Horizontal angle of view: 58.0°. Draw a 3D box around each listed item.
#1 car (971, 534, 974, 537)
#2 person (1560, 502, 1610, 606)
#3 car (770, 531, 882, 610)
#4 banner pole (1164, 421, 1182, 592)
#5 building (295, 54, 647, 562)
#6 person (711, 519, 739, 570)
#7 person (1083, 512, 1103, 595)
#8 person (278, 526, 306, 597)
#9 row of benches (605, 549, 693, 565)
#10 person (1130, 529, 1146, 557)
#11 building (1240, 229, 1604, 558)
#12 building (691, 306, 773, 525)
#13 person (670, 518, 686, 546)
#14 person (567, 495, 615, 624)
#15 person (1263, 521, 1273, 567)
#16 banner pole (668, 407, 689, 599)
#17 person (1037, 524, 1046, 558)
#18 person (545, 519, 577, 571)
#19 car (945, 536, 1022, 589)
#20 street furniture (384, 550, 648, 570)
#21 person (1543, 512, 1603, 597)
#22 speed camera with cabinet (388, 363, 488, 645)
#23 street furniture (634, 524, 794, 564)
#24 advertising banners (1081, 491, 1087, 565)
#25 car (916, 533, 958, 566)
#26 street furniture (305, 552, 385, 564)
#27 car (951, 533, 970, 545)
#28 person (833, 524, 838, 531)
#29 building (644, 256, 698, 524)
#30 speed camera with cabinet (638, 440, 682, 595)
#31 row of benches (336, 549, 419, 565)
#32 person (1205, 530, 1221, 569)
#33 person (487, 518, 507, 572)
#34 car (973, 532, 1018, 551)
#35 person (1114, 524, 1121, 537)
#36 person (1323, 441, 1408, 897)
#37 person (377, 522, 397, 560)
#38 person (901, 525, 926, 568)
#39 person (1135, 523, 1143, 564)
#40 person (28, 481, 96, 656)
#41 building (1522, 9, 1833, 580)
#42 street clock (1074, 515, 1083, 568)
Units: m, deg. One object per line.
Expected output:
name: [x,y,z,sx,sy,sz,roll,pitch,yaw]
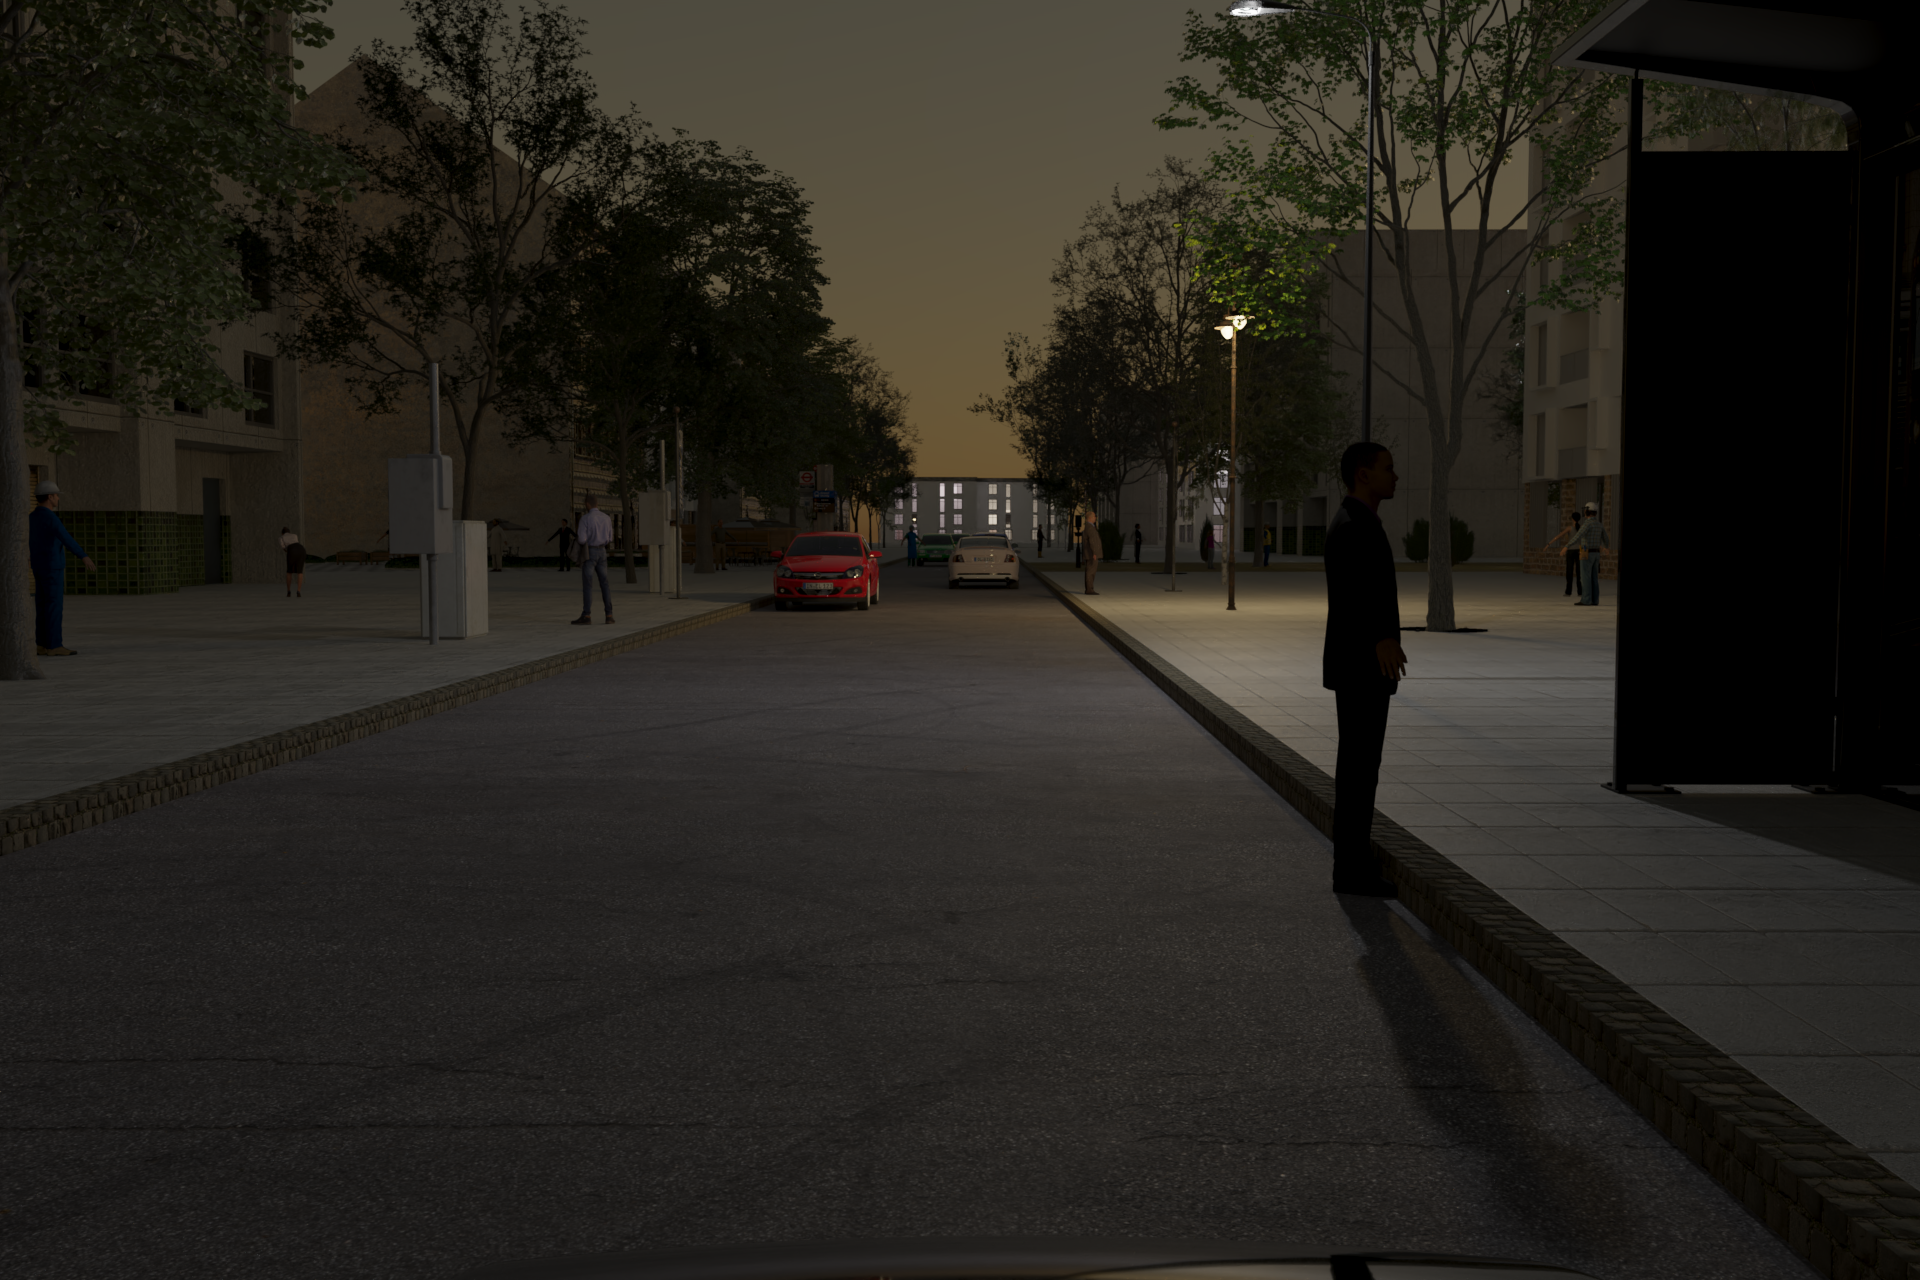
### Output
car: [1.397,-6.667,120.802,2.131,1.459,4.920,0,4,1]
person: [11.255,-1.540,31.016,1.345,1.849,0.704,-2,4,-35]
car: [-2.569,-1.517,33.838,2.155,1.783,4.494,0,4,1]
banner pole: [4.761,-2.954,38.314,0.401,3.779,0.863,0,4,1]
building: [-27.166,-15.781,88.944,19.493,23.208,18.063,0,4,1]
person: [-8.470,-3.366,61.311,1.348,1.796,0.705,-2,4,-32]
person: [2.813,-1.839,36.667,0.434,1.755,0.990,0,4,0]
person: [-13.620,-1.595,35.302,0.799,1.438,0.628,1,4,19]
row of benches: [-13.112,-3.423,71.436,4.104,0.672,1.422,0,4,-2]
person: [9.765,-5.457,95.409,0.705,1.806,1.347,-2,4,-32]
building: [28.507,-14.848,109.223,16.747,18.905,31.486,0,4,1]
building: [-25.437,-18.799,138.291,19.493,23.208,18.063,0,4,1]
person: [-8.711,-2.827,52.677,0.721,1.778,1.216,-3,5,-43]
person: [-5.273,-1.147,24.659,0.599,1.838,0.709,3,5,44]
person: [11.952,-3.701,66.978,0.721,1.772,1.216,1,4,20]
banner pole: [-5.560,-2.712,34.365,0.401,3.779,0.863,0,4,2]
person: [4.351,-5.331,93.294,0.704,1.812,1.346,1,4,21]
person: [-13.571,-3.254,59.388,1.347,1.806,0.705,1,4,15]
car: [0.624,-2.083,46.427,2.083,1.381,4.827,0,4,0]
street furniture: [-16.540,-3.083,66.041,10.072,0.657,5.734,-1,4,-11]
person: [12.617,-1.761,35.608,1.217,1.737,0.721,0,4,1]
speed camera with cabinet: [-6.275,-1.622,20.858,0.660,3.252,2.038,0,4,1]
street furniture: [-11.046,-4.488,80.233,11.010,1.723,9.812,2,4,31]
advertising banners: [5.088,-4.590,71.232,0.090,3.025,2.074,0,4,-1]
car: [-1.036,-4.237,78.066,1.959,1.807,4.718,0,4,1]
street furniture: [-30.780,-3.694,76.022,10.072,0.657,5.734,0,4,0]
car: [-0.101,-5.255,94.720,1.959,1.807,4.718,0,4,1]
person: [-6.853,-5.502,95.740,0.705,1.856,1.354,0,4,0]
building: [-24.261,-15.788,114.550,16.016,20.090,11.380,0,4,1]
speed camera with cabinet: [-6.445,-2.621,37.188,0.660,3.252,2.038,0,4,0]
row of benches: [-23.701,-3.442,71.731,4.104,0.672,1.422,0,4,5]
person: [9.228,-3.304,63.280,0.599,1.433,0.991,-2,4,-27]
person: [-15.742,-3.220,58.736,1.344,1.819,0.704,3,4,38]
car: [1.021,-3.028,59.092,1.945,1.707,3.694,0,4,1]
person: [8.004,-5.097,89.198,0.705,1.847,1.347,-2,4,-27]
person: [1.652,0.104,6.989,0.704,1.802,1.346,1,4,12]
person: [-22.963,-3.906,70.004,0.704,1.843,1.345,2,4,33]
person: [-2.045,-4.013,74.198,1.347,1.817,0.704,-3,5,-40]
person: [7.805,-4.186,75.162,0.721,1.740,1.216,1,4,14]
person: [-9.607,-0.760,18.311,1.347,1.842,0.705,2,4,34]
building: [23.183,-12.064,53.671,16.016,20.090,11.380,0,4,1]
street clock: [4.465,-3.717,65.335,0.358,2.002,0.471,0,4,0]
